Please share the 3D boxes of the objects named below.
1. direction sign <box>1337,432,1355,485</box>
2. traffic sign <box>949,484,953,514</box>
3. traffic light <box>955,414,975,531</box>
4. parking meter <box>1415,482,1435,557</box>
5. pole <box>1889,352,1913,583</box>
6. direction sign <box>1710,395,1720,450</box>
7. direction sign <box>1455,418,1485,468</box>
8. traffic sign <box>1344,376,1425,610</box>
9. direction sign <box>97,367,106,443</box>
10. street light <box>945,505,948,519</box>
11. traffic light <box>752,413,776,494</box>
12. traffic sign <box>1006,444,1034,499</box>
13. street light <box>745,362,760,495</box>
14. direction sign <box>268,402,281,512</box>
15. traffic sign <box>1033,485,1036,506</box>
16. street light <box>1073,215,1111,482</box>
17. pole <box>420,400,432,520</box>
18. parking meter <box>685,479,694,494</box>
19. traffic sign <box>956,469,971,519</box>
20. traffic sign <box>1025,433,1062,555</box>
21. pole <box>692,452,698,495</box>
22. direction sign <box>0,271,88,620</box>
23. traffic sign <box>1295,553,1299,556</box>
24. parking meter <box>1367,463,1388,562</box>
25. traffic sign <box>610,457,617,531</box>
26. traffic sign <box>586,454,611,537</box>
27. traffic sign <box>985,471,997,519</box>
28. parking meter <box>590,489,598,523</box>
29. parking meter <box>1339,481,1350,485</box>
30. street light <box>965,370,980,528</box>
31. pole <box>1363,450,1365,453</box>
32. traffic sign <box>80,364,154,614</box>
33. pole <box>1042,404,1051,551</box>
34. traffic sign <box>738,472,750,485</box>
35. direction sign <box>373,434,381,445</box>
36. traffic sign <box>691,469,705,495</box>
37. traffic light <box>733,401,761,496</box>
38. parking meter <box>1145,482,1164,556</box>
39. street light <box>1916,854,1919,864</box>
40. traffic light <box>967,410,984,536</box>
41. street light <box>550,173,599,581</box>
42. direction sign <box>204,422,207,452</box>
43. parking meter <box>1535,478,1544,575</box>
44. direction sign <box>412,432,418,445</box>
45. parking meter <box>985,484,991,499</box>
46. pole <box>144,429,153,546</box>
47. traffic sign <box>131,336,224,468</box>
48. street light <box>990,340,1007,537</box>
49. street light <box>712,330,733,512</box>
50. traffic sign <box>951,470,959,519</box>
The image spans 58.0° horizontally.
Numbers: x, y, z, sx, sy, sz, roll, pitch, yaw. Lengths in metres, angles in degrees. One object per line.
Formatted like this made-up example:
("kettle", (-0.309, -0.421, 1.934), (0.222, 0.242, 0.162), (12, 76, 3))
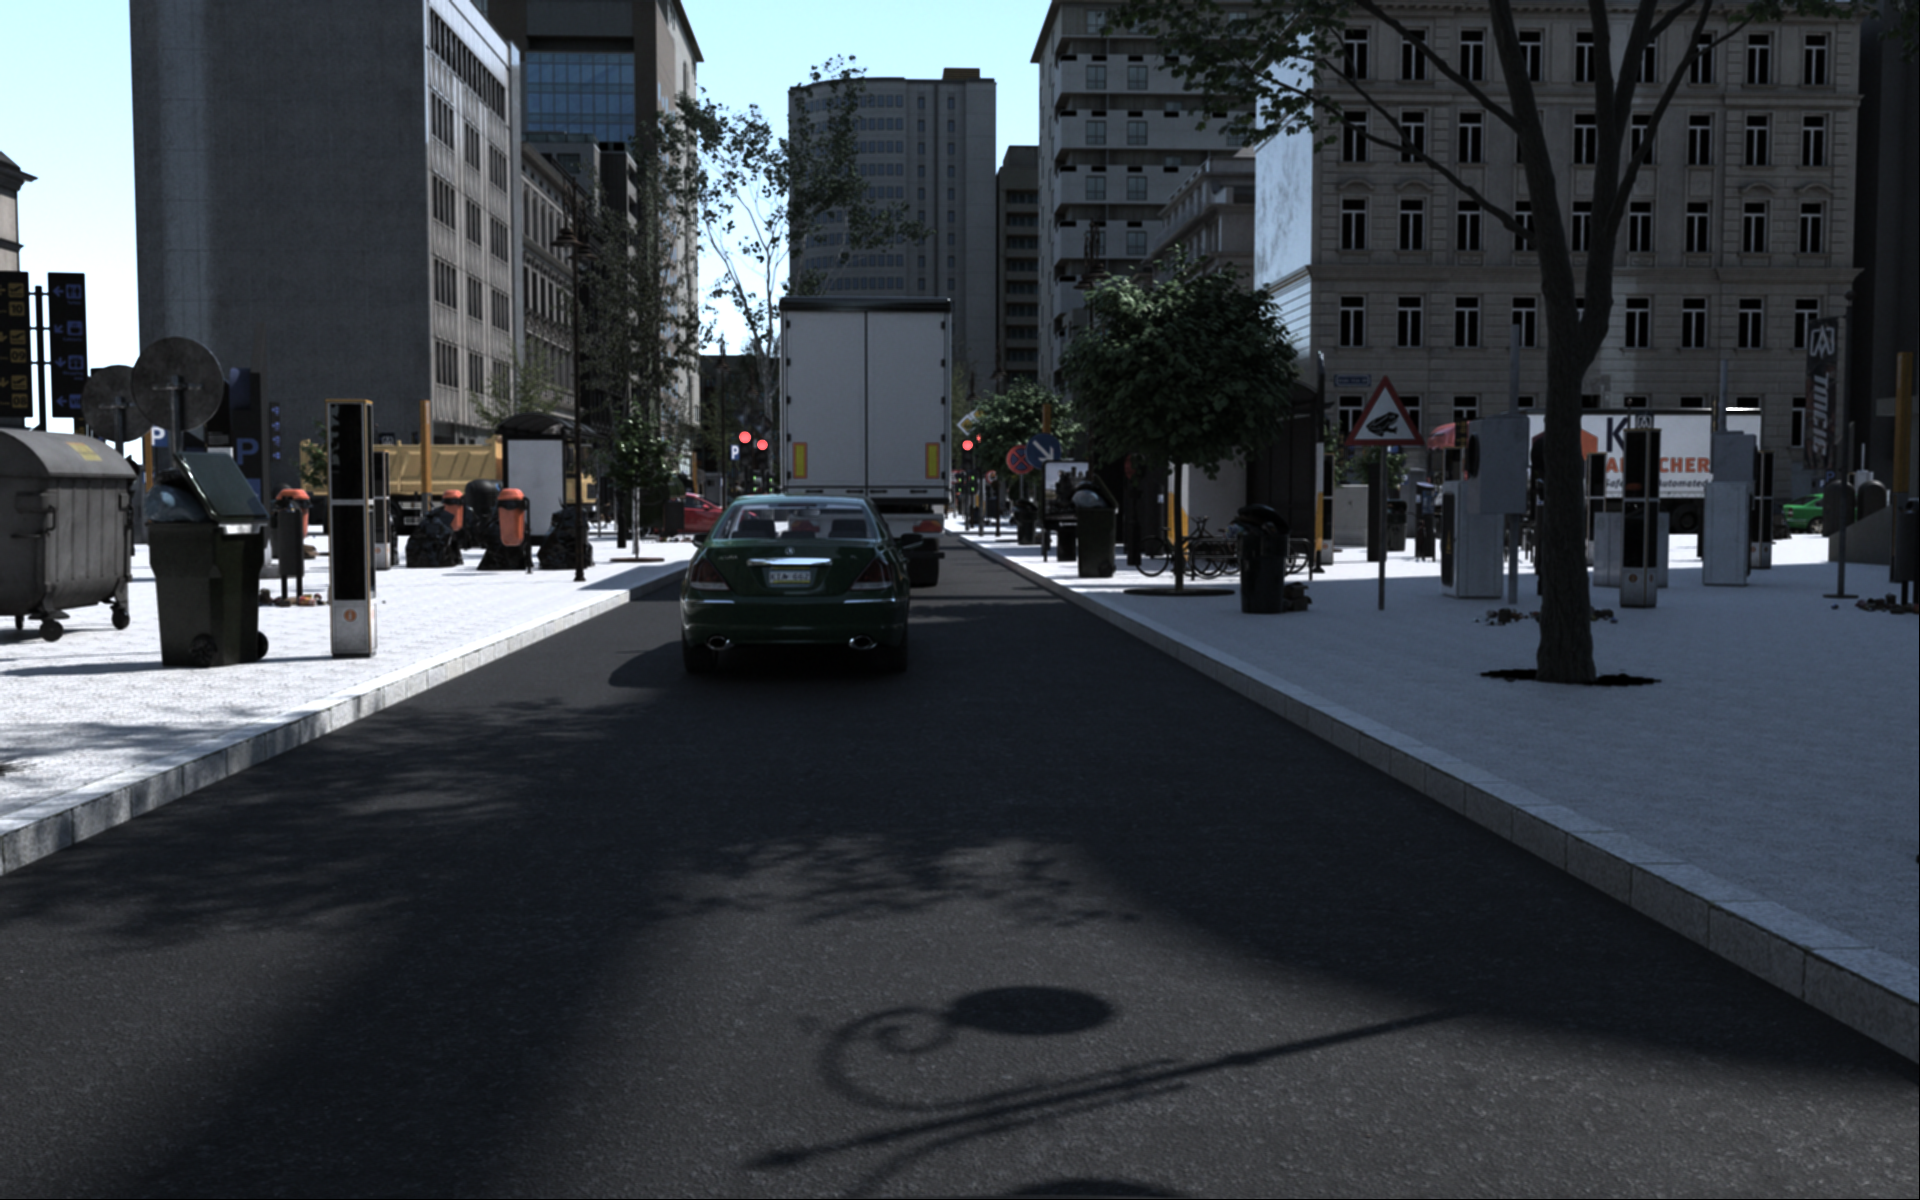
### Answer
("direction sign", (13.996, -4.337, 62.905), (0.876, 3.537, 0.379), (-2, 4, -34))
("traffic sign", (-0.663, -6.836, 111.871), (0.768, 2.556, 0.104), (0, 4, 0))
("traffic light", (0.234, -4.379, 60.511), (0.839, 4.253, 0.868), (0, 4, -3))
("parking meter", (9.459, -1.640, 35.224), (0.372, 1.533, 0.369), (0, 3, 0))
("pole", (13.568, -1.903, 24.963), (0.158, 3.312, 0.155), (0, 3, 0))
("direction sign", (17.406, -2.933, 39.945), (0.379, 3.537, 0.876), (2, 4, 35))
("direction sign", (15.092, -3.628, 51.322), (0.876, 3.537, 0.379), (0, 4, 0))
("traffic sign", (4.665, -1.168, 19.100), (0.884, 2.594, 0.081), (0, 4, 2))
("direction sign", (-15.687, -2.401, 31.253), (0.876, 3.537, 0.379), (2, 4, 29))
("street light", (-0.699, -7.084, 88.610), (0.468, 5.910, 1.993), (0, 4, -3))
("traffic light", (-6.818, -4.357, 60.150), (0.839, 4.253, 0.868), (0, 4, -3))
("traffic sign", (1.574, -2.713, 44.468), (0.768, 2.556, 0.104), (0, 4, 3))
("street light", (-7.291, -5.387, 60.864), (0.468, 5.910, 1.993), (0, 4, -3))
("direction sign", (-16.924, -3.085, 42.435), (0.379, 3.537, 0.876), (1, 4, 15))
("traffic sign", (2.218, -3.142, 51.484), (0.768, 2.556, 0.104), (0, 4, 5))
("street light", (2.200, -3.441, 29.048), (0.468, 5.910, 1.993), (0, 4, -3))
("pole", (-11.613, -2.682, 37.686), (0.158, 3.312, 0.155), (0, 3, 0))
("parking meter", (-9.804, -3.477, 62.559), (0.399, 1.863, 0.255), (-1, 4, -19))
("traffic sign", (0.178, -5.356, 87.673), (0.768, 2.556, 0.104), (0, 4, 3))
("traffic sign", (1.742, -2.208, 36.203), (0.768, 2.556, 0.104), (0, 4, 1))
("pole", (-12.928, -5.540, 84.420), (0.158, 3.312, 0.155), (0, 3, 0))
("direction sign", (-9.385, -1.574, 17.737), (0.876, 3.537, 0.379), (-1, 4, -12))
("traffic sign", (6.822, -2.131, 34.942), (0.768, 2.556, 0.104), (0, 4, -2))
("parking meter", (7.938, -1.663, 32.909), (0.255, 1.863, 0.399), (3, 4, 38))
("traffic sign", (-11.871, -3.639, 59.610), (0.768, 2.556, 0.104), (0, 4, -2))
("traffic sign", (-10.840, -3.173, 51.986), (0.768, 2.556, 0.104), (0, 4, -2))
("traffic sign", (1.706, -5.493, 89.919), (0.768, 2.556, 0.104), (0, 4, 2))
("parking meter", (-16.253, -4.194, 76.982), (0.372, 1.533, 0.369), (0, 3, 0))
("parking meter", (15.861, -4.018, 71.408), (0.399, 1.863, 0.255), (3, 5, 40))
("street light", (0.454, -5.627, 64.787), (0.468, 5.910, 1.993), (0, 4, -3))
("pole", (14.270, -4.107, 60.990), (0.158, 3.312, 0.155), (0, 3, 0))
("traffic sign", (-8.263, -1.036, 17.051), (0.768, 2.556, 0.104), (0, 4, -1))
("pole", (1.960, -2.781, 39.318), (0.158, 3.312, 0.155), (0, 3, 0))
("traffic sign", (-12.455, -6.109, 99.991), (0.768, 2.556, 0.104), (0, 4, -1))
("direction sign", (-21.850, -4.456, 64.855), (0.876, 3.537, 0.379), (-2, 4, -31))
("traffic sign", (-13.110, -5.308, 86.890), (0.768, 2.556, 0.104), (0, 4, -1))
("traffic light", (-6.427, -3.869, 52.175), (0.839, 4.253, 0.868), (0, 4, -3))
("parking meter", (4.024, -1.676, 35.806), (0.372, 1.533, 0.369), (0, 3, 0))
("street light", (3.418, -2.021, 5.825), (0.468, 5.910, 1.993), (0, 4, -3))
("traffic light", (0.625, -3.891, 52.535), (0.839, 4.253, 0.868), (0, 4, -3))
("street light", (-5.607, -3.215, 25.353), (0.468, 5.910, 1.993), (0, 4, -3))
("direction sign", (-17.219, -2.936, 40.005), (0.876, 3.537, 0.379), (3, 5, 41))
("parking meter", (9.314, -1.163, 27.424), (0.372, 1.533, 0.369), (0, 3, 0))
("direction sign", (-19.889, -4.360, 63.282), (0.379, 3.537, 0.876), (-2, 4, -29))
("parking meter", (1.592, -5.821, 100.890), (0.255, 1.863, 0.399), (-3, 5, -42))
("pole", (-20.162, -3.011, 43.068), (0.158, 3.312, 0.155), (0, 3, 0))
("traffic sign", (-6.332, -0.851, 14.020), (0.768, 2.556, 0.104), (0, 4, 3))
("street light", (1.147, -4.857, 52.196), (0.468, 5.910, 1.993), (0, 4, -3))
("street light", (-6.690, -4.660, 48.978), (0.468, 5.910, 1.993), (0, 4, -3))
("traffic sign", (-0.264, -5.540, 90.692), (0.768, 2.556, 0.104), (0, 4, 5))
